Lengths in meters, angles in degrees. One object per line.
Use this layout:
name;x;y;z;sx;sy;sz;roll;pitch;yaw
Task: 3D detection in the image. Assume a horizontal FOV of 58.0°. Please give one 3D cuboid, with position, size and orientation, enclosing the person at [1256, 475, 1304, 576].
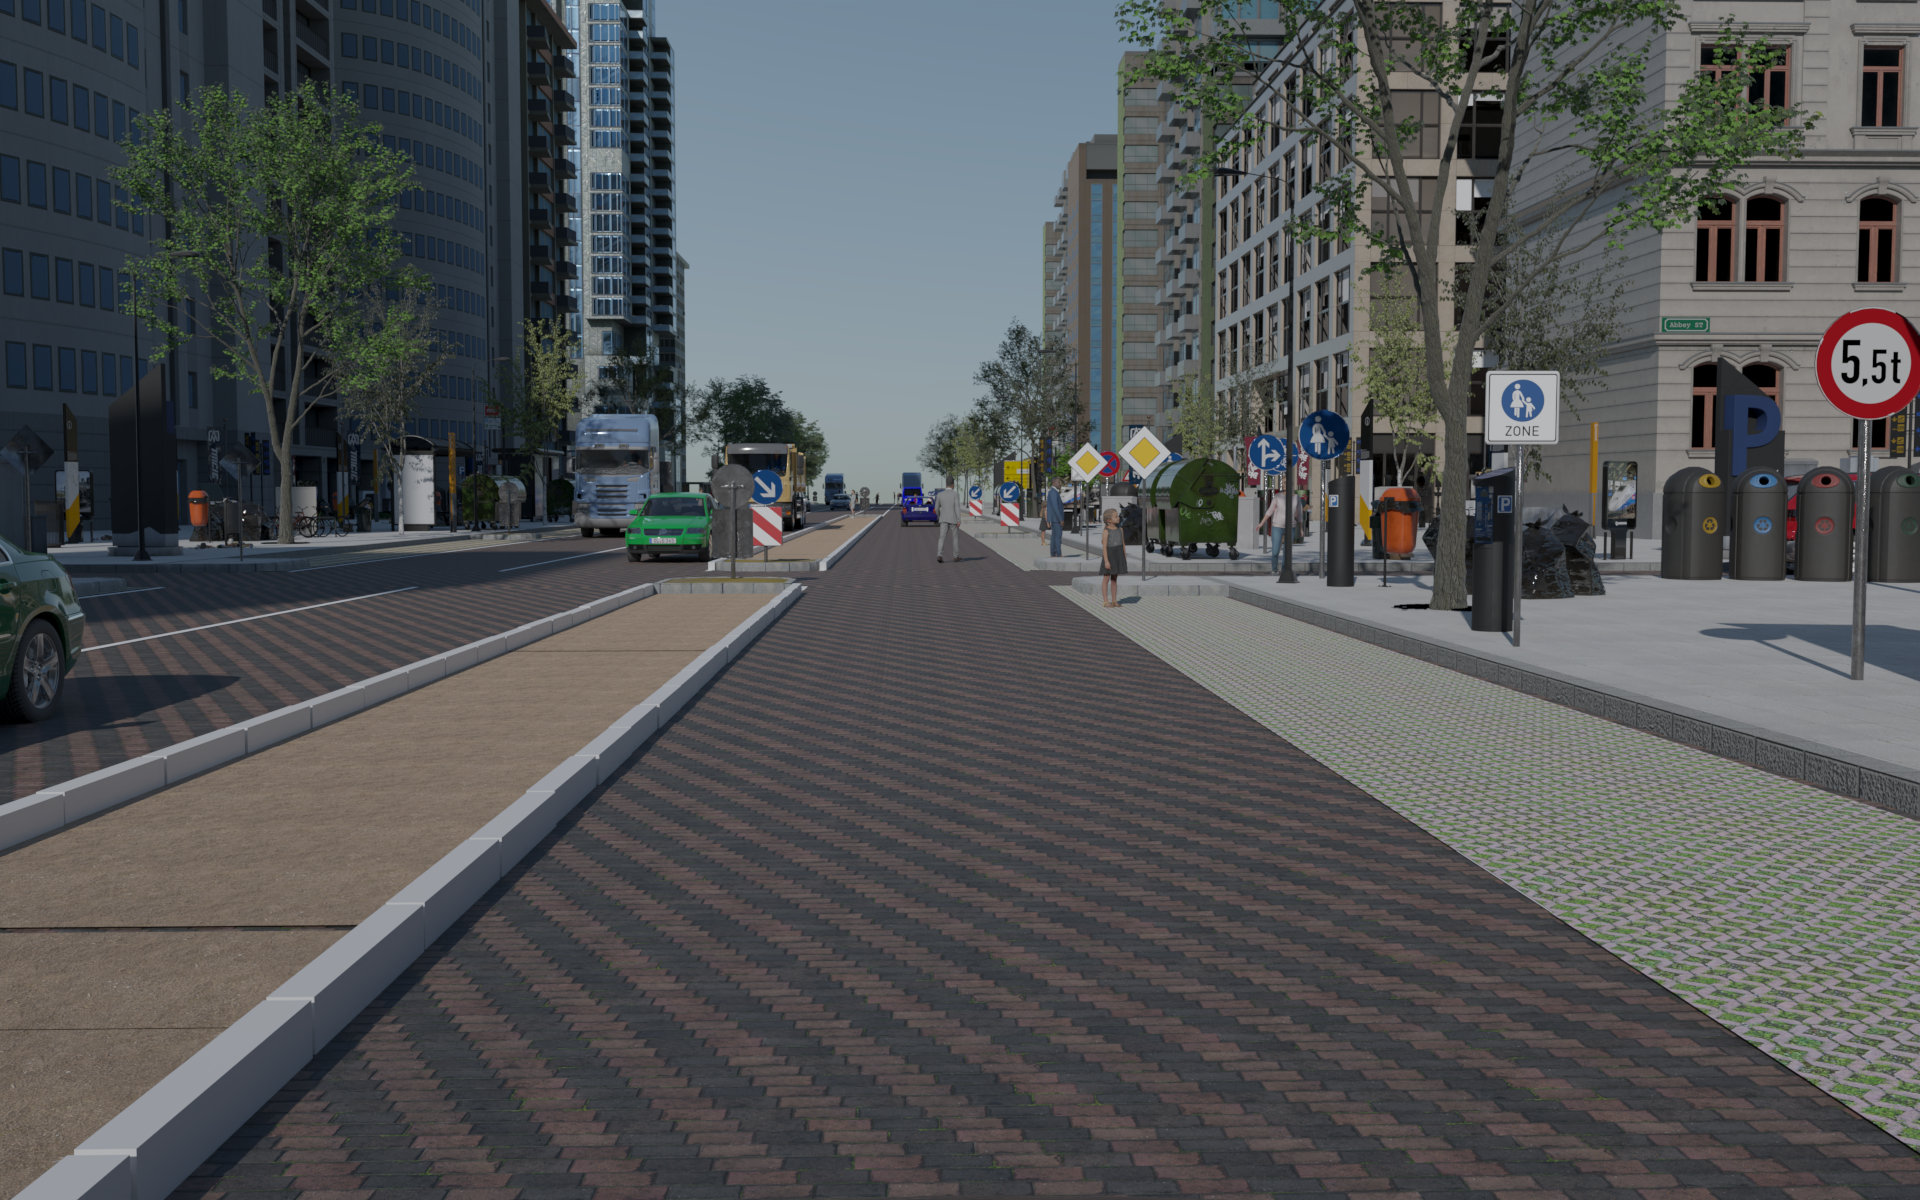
person;5.152;-1.153;28.030;0.731;1.740;0.598;0;4;1

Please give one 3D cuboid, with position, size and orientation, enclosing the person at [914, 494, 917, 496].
person;-3.043;-6.372;115.903;0.599;1.433;0.991;-1;4;-17

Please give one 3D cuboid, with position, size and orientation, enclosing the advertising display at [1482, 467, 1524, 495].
advertising display;13.067;-2.234;41.742;0.974;1.923;0.123;0;4;4

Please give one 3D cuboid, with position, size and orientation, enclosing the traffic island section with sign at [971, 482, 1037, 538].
traffic island section with sign;1.464;-2.926;56.464;1.989;1.847;2.006;0;4;-2

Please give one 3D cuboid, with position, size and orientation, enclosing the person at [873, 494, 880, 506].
person;-9.761;-11.665;202.485;1.065;1.426;0.557;3;5;40

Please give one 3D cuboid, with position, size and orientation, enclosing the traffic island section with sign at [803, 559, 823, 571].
traffic island section with sign;-3.650;-1.524;33.057;2.006;1.907;1.989;0;4;-2

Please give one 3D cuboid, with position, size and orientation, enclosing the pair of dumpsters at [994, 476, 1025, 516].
pair of dumpsters;2.808;-5.834;97.886;1.574;2.255;4.437;0;4;-2

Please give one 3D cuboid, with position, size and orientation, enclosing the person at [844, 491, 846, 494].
person;-13.677;-12.102;206.347;0.705;1.826;1.348;-2;4;-25

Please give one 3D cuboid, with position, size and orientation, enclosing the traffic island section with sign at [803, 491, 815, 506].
traffic island section with sign;-19.353;-12.612;214.840;1.989;1.847;2.006;0;4;-2

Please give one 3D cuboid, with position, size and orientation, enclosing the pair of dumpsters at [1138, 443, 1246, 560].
pair of dumpsters;4.714;-2.016;35.451;1.574;2.255;4.437;0;4;-2

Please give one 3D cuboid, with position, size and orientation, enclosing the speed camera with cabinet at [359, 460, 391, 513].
speed camera with cabinet;-31.018;-5.983;92.165;0.660;3.252;2.038;3;5;40

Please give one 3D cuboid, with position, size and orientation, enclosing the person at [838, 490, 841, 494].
person;-12.917;-10.802;185.119;0.705;1.824;1.348;2;4;27

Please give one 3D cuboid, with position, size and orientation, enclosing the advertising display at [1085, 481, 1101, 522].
advertising display;5.942;-4.523;79.162;0.974;1.923;0.123;1;4;19

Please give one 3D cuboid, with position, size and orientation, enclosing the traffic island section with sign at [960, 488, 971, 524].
traffic island section with sign;0.612;-4.574;83.406;1.989;1.847;2.006;0;4;-2

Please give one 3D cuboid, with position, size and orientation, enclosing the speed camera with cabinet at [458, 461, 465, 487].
speed camera with cabinet;-29.421;-6.784;105.251;2.038;3.252;0.660;-2;4;-31

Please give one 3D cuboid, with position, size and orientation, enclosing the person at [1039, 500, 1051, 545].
person;2.376;-2.140;48.164;0.373;1.253;0.362;-1;4;-10

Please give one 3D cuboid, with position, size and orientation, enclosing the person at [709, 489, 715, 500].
person;-15.804;-6.245;110.572;1.348;1.831;0.705;3;4;39

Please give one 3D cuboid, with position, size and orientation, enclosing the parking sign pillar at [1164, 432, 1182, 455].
parking sign pillar;8.937;-5.296;75.063;1.447;3.967;1.447;-1;4;-10

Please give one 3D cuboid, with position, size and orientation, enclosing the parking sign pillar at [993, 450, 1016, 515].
parking sign pillar;2.785;-7.221;106.533;1.447;3.967;1.447;0;4;2

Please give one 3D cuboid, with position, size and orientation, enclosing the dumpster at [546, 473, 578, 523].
dumpster;-17.940;-4.641;78.373;1.502;2.255;1.985;0;4;-2

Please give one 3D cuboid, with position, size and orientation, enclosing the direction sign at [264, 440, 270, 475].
direction sign;-29.092;-4.903;72.161;0.379;3.537;0.876;2;4;23

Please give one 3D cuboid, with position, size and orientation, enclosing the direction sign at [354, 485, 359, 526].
direction sign;-24.326;-4.768;69.947;0.379;3.537;0.876;0;4;-6

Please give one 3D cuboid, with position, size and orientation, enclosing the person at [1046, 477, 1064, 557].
person;2.075;-1.762;37.490;0.419;1.800;0.721;-1;4;-13

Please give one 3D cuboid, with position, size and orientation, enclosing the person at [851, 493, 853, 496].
person;-11.858;-11.325;193.534;0.599;1.838;0.709;-2;4;-23

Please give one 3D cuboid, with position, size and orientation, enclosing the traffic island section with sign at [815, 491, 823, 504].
traffic island section with sign;-20.186;-14.274;242.011;1.989;1.847;2.006;0;4;-2

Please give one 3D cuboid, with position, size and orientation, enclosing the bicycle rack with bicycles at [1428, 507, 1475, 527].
bicycle rack with bicycles;14.432;-2.137;48.322;2.852;0.926;2.925;0;4;6

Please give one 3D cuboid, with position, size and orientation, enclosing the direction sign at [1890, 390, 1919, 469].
direction sign;20.113;-2.734;36.704;0.379;3.537;0.876;-2;4;-28

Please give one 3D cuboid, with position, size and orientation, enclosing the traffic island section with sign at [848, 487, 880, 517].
traffic island section with sign;-5.970;-6.118;108.160;2.006;1.907;1.989;0;4;-2

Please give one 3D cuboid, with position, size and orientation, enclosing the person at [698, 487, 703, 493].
person;-13.354;-4.949;89.761;0.599;1.781;0.374;-1;4;-11

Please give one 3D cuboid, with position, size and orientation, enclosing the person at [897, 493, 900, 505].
person;-8.309;-13.682;233.674;0.415;1.643;0.593;1;4;22

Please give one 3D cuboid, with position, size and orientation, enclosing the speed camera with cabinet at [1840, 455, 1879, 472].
speed camera with cabinet;22.199;-2.882;41.455;2.038;3.252;0.660;0;4;1

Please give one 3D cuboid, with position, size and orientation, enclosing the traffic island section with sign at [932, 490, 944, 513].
traffic island section with sign;-0.917;-7.643;133.583;1.989;1.847;2.006;0;4;-2

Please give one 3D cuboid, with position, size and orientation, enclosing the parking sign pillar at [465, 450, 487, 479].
parking sign pillar;-25.988;-6.403;93.169;1.447;3.967;1.447;2;4;30

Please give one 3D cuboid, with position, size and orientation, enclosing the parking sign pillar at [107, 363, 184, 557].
parking sign pillar;-17.014;-2.912;36.078;1.447;3.967;1.447;1;4;14

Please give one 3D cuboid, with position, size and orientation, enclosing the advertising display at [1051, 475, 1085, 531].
advertising display;3.731;-3.347;59.937;0.974;1.923;0.123;1;4;17

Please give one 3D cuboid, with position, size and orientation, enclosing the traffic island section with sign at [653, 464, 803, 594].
traffic island section with sign;-3.432;-1.071;25.653;2.006;1.907;1.989;0;4;-2

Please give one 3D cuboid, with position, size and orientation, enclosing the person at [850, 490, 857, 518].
person;-6.332;-5.702;102.726;0.522;1.701;0.512;-2;4;-28

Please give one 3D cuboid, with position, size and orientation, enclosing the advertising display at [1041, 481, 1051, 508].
advertising display;4.468;-4.907;85.448;0.974;1.923;0.123;2;4;23

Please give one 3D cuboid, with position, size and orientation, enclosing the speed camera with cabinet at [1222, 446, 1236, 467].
speed camera with cabinet;10.923;-4.746;71.927;0.660;3.252;2.038;-1;4;-17

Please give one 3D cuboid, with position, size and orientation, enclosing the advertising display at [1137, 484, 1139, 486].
advertising display;10.756;-5.981;103.011;0.974;1.923;0.123;1;4;23

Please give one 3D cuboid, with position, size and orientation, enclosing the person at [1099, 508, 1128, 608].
person;1.947;-0.528;21.806;0.362;1.253;0.373;-2;4;-31

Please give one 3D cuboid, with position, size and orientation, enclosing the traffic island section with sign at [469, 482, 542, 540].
traffic island section with sign;-14.437;-2.847;55.181;1.989;1.847;2.006;0;4;-2

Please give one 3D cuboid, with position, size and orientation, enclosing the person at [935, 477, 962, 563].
person;-0.242;-1.678;36.211;0.678;1.792;0.850;2;4;24

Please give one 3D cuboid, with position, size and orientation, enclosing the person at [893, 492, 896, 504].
person;-9.290;-14.580;247.704;0.721;1.723;1.217;0;4;-4

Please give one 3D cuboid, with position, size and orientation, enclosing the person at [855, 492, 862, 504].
person;-13.561;-13.400;228.303;1.217;1.736;0.721;-1;4;-17

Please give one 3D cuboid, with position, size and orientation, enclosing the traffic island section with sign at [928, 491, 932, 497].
traffic island section with sign;-1.746;-9.290;160.526;1.989;1.847;2.006;0;4;-2

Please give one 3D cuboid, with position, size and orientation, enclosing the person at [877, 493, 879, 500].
person;-11.255;-13.985;238.616;0.415;1.643;0.593;-1;4;-20

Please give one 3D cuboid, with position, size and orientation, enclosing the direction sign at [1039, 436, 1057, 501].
direction sign;3.365;-4.666;68.283;0.379;3.537;0.876;-2;4;-30

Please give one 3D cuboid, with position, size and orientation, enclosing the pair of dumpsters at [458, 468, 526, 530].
pair of dumpsters;-17.019;-3.703;63.039;1.574;2.255;4.437;0;4;-2

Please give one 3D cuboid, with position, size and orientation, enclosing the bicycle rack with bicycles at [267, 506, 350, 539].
bicycle rack with bicycles;-19.492;-2.316;51.251;2.925;0.926;2.852;-3;5;-42

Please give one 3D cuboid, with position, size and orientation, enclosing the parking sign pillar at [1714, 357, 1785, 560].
parking sign pillar;15.603;-2.798;34.223;1.447;3.967;1.447;-1;4;-15

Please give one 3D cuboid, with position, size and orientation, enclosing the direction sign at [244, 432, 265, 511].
direction sign;-26.049;-4.382;63.637;0.876;3.537;0.379;3;5;44
